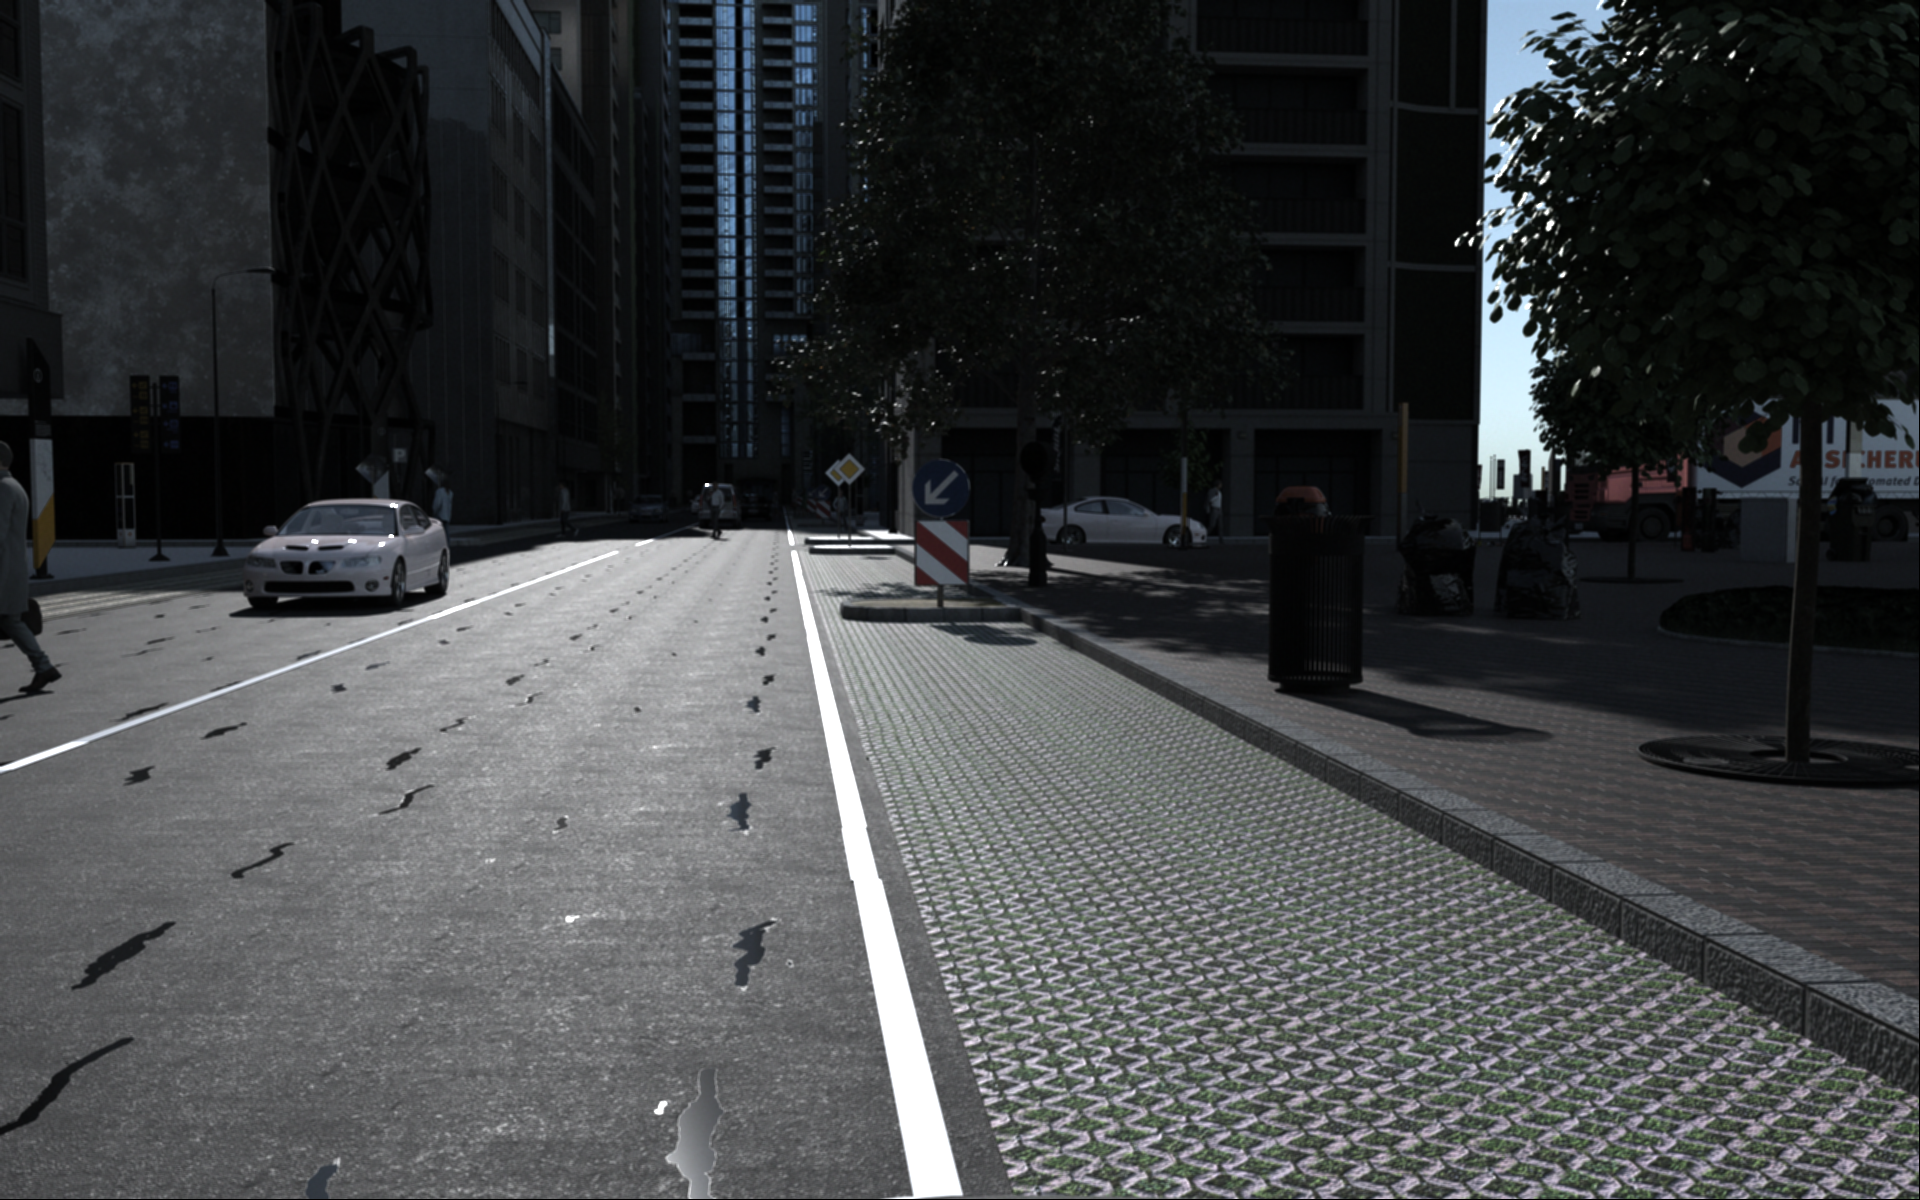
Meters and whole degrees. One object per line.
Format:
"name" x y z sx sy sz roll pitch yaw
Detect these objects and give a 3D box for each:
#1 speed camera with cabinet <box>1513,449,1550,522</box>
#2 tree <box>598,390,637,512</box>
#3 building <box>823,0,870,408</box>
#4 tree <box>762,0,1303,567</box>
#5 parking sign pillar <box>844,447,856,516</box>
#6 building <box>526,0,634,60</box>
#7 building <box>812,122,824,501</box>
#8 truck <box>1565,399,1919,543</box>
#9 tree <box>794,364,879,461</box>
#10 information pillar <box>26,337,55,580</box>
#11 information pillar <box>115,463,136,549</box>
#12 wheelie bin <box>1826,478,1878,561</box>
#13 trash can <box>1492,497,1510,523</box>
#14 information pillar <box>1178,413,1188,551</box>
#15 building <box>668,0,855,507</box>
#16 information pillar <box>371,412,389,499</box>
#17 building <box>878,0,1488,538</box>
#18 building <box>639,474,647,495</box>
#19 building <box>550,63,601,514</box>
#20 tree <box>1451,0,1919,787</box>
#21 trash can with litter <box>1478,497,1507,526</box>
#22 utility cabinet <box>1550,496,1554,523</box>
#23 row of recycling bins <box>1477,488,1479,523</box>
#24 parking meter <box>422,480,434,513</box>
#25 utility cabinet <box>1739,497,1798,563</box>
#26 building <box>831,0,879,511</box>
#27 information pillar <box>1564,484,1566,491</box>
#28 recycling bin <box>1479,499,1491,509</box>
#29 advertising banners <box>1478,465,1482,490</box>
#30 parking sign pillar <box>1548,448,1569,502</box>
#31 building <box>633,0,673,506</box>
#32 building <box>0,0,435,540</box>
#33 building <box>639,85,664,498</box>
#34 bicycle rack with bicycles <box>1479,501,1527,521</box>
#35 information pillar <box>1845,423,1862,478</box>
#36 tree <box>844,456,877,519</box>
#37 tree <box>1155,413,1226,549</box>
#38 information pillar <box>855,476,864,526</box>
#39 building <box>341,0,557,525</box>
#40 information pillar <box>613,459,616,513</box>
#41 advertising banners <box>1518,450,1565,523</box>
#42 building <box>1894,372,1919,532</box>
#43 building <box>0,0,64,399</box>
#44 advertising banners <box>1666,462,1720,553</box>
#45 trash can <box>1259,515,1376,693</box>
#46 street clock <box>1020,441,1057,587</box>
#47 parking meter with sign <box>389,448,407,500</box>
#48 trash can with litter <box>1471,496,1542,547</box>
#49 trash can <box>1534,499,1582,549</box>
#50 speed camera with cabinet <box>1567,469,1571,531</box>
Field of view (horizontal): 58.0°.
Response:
"speed camera with cabinet" 25.505 -5.073 77.283 2.038 3.252 0.660 -3 4 -39
"tree" -24.360 -10.426 120.822 4.737 8.622 4.395 0 3 0
"building" -3.098 -38.583 172.823 21.231 58.520 28.212 0 4 -6
"tree" 1.283 -6.954 30.712 9.611 12.733 9.660 0 3 0
"parking sign pillar" -6.378 -6.826 100.070 1.447 3.967 1.447 -1 4 -15
"building" -31.840 -27.258 129.255 14.154 41.232 14.086 0 4 -6
"building" -9.491 -31.217 193.986 14.154 41.232 14.086 0 4 -6
"truck" 22.161 -3.640 48.426 11.283 4.237 2.839 0 4 -4
"tree" -7.595 -11.614 115.646 9.928 11.665 9.643 0 3 0
"information pillar" -13.864 -2.127 26.127 0.183 3.616 0.504 0 4 1
"information pillar" -19.717 -2.228 40.924 0.304 2.012 0.304 2 4 33
"wheelie bin" 17.104 -1.545 33.167 0.980 1.594 0.693 -1 4 -20
"trash can" 23.851 -3.959 76.391 0.748 1.137 0.748 0 3 0
"information pillar" 5.080 -2.933 39.309 0.183 3.616 0.504 0 4 1
"building" -29.563 -55.304 216.890 31.000 86.520 22.319 0 4 -6
"information pillar" -16.548 -3.555 49.471 0.504 3.616 0.183 0 4 4
"building" 7.868 -37.997 59.499 20.611 71.187 20.563 0 4 -6
"building" -43.606 -27.870 147.550 32.217 40.220 23.993 0 4 -6
"building" -29.706 -18.883 102.240 14.314 27.812 24.014 0 4 -6
"tree" 3.997 -1.489 8.058 4.285 4.588 4.351 0 3 0
"trash can with litter" 21.149 -3.510 68.779 1.055 1.170 0.624 2 4 34
"utility cabinet" 24.084 -3.544 69.114 0.306 1.237 1.020 -3 5 -40
"row of recycling bins" 21.826 -4.335 77.986 1.069 1.692 3.534 -3 4 -36
"parking meter" -21.456 -3.923 69.856 0.399 1.863 0.255 0 4 -2
"utility cabinet" 15.327 -1.326 32.843 0.306 1.237 1.020 -2 4 -28
"building" -0.262 -50.723 141.990 22.319 86.520 31.000 0 4 -6
"information pillar" 42.468 -7.140 121.224 0.304 2.012 0.304 1 4 8
"recycling bin" 28.335 -4.991 94.160 0.722 1.027 0.722 -3 4 -36
"advertising banners" 30.517 -6.570 103.613 0.090 3.025 2.074 -1 4 -23
"parking sign pillar" 32.897 -6.571 95.907 1.447 3.967 1.447 1 4 9
"building" -45.609 -39.397 186.140 28.212 58.520 21.231 0 4 -6
"building" -26.122 -11.529 55.958 16.820 18.784 16.811 0 4 -6
"building" -36.588 -29.648 168.336 14.154 41.232 14.086 0 4 -6
"bicycle rack with bicycles" 26.850 -4.314 83.914 2.852 0.926 2.925 -1 4 -14
"information pillar" 18.095 -2.675 35.099 0.504 3.616 0.183 -2 4 -35
"tree" -5.379 -5.779 89.094 1.663 3.219 1.824 0 3 0
"tree" 5.567 -2.852 41.224 1.663 3.219 1.824 0 3 0
"information pillar" -4.006 -3.950 69.080 0.304 2.012 0.304 -1 4 -9
"building" -26.149 -16.012 79.820 12.078 24.808 19.932 0 4 -6
"information pillar" -23.085 -7.609 115.762 0.183 3.616 0.504 0 4 -6
"advertising banners" 22.908 -4.400 68.122 2.074 3.025 0.090 3 5 43
"building" 34.948 -23.036 60.235 14.086 41.232 14.154 0 4 -6
"building" -20.186 -13.562 15.251 14.314 27.812 24.014 0 4 -6
"advertising banners" 16.352 -2.605 38.783 0.090 3.025 2.074 -1 4 -10
"trash can" 2.327 0.020 11.327 0.748 1.137 0.748 0 3 0
"street clock" 1.079 -1.185 23.949 0.471 2.002 0.358 3 4 38
"parking meter with sign" -21.686 -4.298 66.527 0.543 3.016 1.738 -2 4 -30
"trash can with litter" 13.433 -1.929 42.595 2.233 1.210 1.678 2 4 25
"trash can" 11.908 -1.413 34.758 0.748 1.137 0.748 0 3 0
"speed camera with cabinet" 22.159 -4.026 60.161 2.038 3.252 0.660 1 4 20
